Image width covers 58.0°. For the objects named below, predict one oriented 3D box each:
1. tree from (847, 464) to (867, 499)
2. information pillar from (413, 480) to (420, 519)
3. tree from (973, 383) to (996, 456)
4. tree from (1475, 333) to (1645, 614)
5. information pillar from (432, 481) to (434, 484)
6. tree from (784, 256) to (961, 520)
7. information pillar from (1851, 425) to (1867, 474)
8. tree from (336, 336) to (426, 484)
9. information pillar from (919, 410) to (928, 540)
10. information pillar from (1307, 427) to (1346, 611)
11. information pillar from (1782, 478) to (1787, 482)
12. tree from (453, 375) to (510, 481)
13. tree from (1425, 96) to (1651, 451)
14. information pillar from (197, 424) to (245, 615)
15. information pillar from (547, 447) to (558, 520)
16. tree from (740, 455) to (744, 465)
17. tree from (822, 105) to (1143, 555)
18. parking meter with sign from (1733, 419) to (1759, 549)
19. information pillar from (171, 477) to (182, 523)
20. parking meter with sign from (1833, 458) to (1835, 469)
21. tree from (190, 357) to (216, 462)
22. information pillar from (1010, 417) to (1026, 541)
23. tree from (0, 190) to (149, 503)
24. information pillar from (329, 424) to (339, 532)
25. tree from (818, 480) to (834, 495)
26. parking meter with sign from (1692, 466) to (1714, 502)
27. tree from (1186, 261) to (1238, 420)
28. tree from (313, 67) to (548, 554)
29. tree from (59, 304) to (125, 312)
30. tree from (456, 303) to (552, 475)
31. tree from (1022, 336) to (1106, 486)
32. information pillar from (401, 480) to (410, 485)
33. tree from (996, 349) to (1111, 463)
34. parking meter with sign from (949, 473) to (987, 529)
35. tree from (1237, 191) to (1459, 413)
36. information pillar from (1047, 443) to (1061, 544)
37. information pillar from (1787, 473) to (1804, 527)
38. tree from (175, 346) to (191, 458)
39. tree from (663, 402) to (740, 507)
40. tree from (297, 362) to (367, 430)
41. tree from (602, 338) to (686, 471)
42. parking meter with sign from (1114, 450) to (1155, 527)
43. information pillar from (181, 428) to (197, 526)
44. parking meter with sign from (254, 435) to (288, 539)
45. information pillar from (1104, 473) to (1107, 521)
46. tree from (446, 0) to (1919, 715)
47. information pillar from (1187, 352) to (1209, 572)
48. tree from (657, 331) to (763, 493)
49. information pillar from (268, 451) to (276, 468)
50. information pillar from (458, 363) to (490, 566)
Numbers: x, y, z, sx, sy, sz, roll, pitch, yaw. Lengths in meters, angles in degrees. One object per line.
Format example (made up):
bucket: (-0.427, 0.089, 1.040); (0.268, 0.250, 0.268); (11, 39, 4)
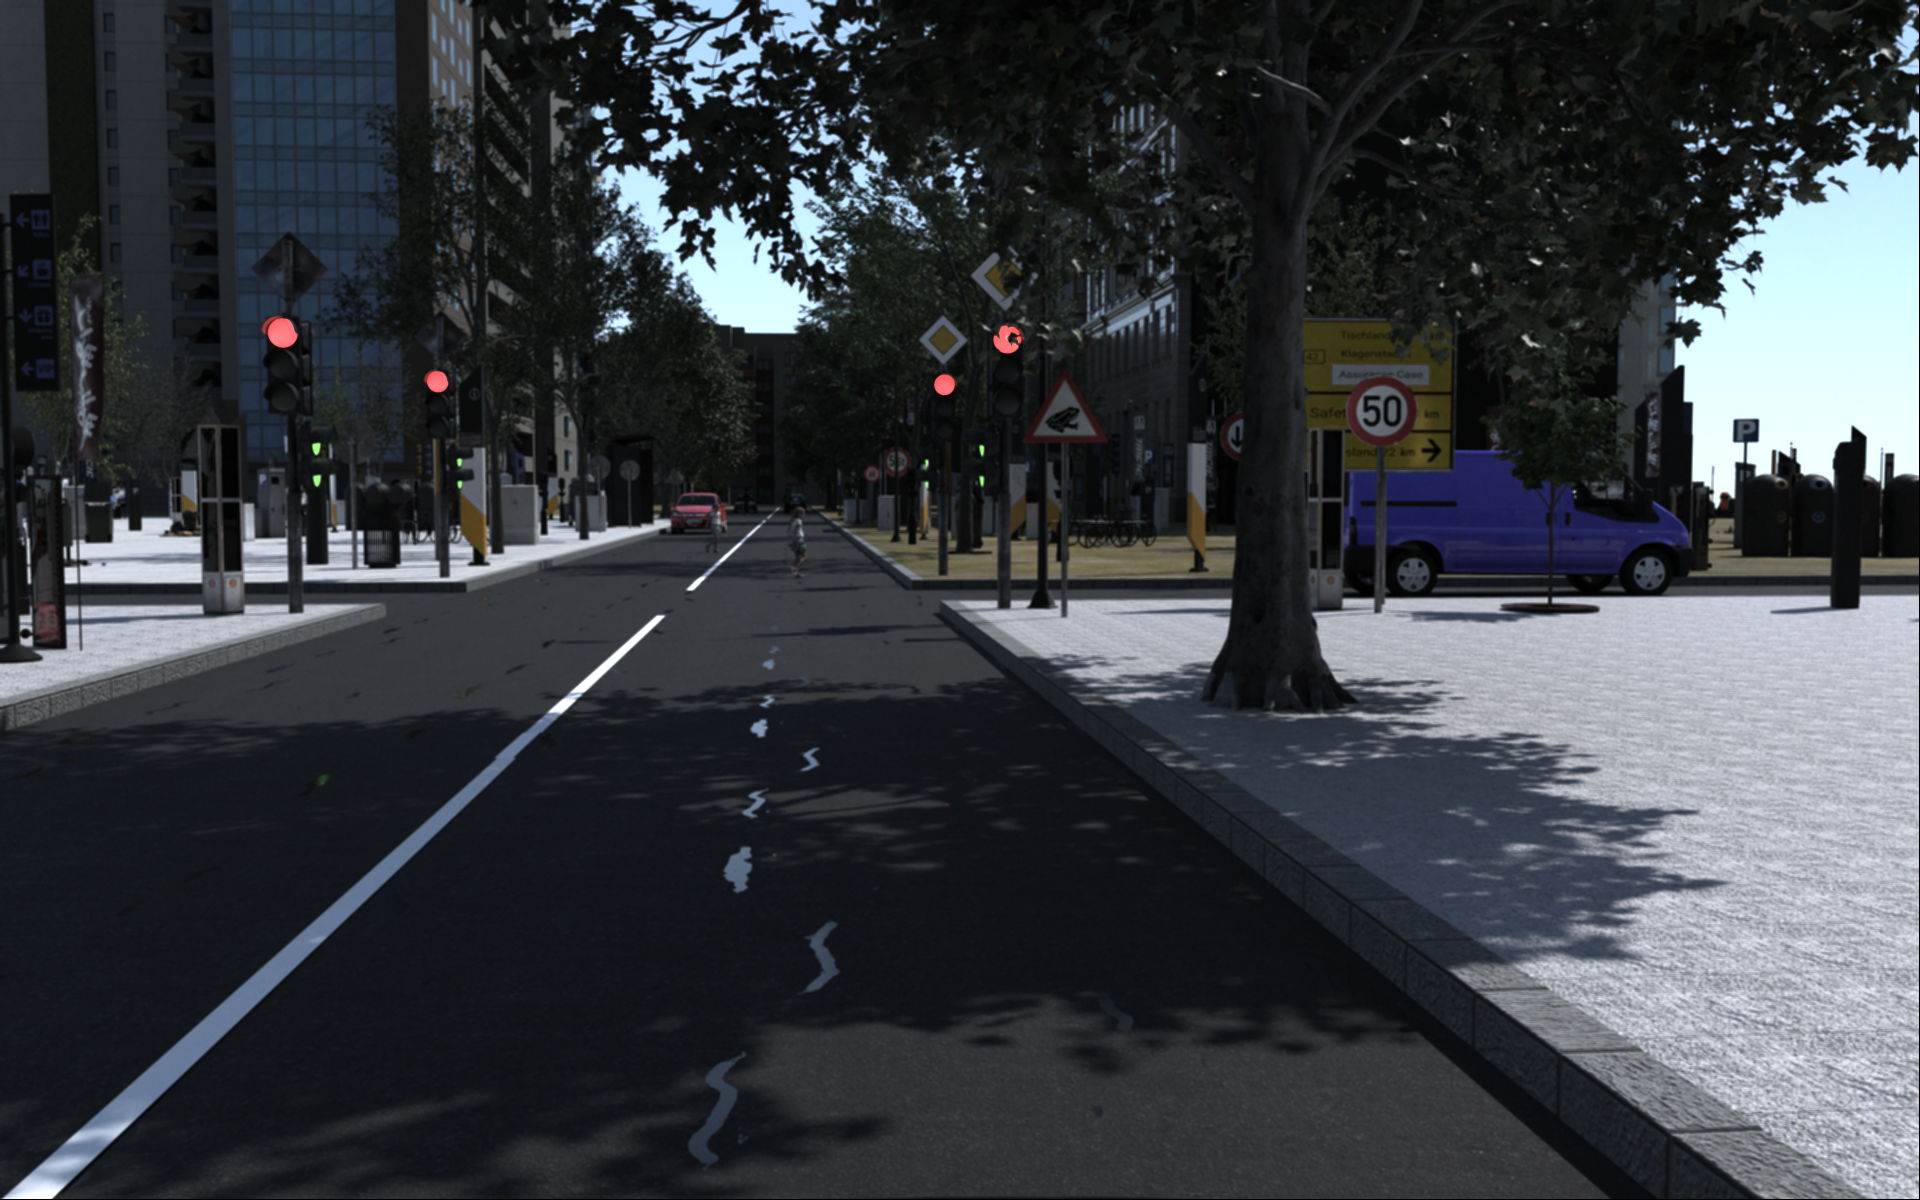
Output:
tree: (-5.365, -6.082, 94.040); (1.663, 3.219, 1.824); (0, 3, 0)
information pillar: (-28.013, -5.189, 89.331); (0.304, 2.012, 0.304); (-1, 4, -10)
tree: (2.124, -9.217, 101.054); (4.737, 8.622, 4.395); (0, 3, 0)
tree: (6.473, -1.483, 18.855); (1.663, 3.219, 1.824); (0, 3, 0)
information pillar: (-29.006, -5.591, 95.899); (0.304, 2.012, 0.304); (3, 5, 39)
tree: (-4.535, -11.046, 87.252); (9.857, 13.997, 8.962); (0, 3, 0)
information pillar: (30.284, -4.104, 58.453); (0.504, 3.616, 0.183); (3, 5, 41)
tree: (-26.633, -7.892, 79.390); (4.360, 8.622, 3.978); (0, 3, 0)
information pillar: (-1.000, -3.497, 48.526); (0.183, 3.616, 0.504); (1, 4, 13)
information pillar: (4.031, -0.893, 19.099); (0.304, 2.012, 0.304); (-1, 4, -14)
information pillar: (38.303, -4.647, 80.475); (0.304, 2.012, 0.304); (2, 4, 28)
tree: (-27.230, -9.050, 98.337); (4.737, 8.622, 4.395); (0, 3, 0)
tree: (10.220, -4.958, 31.430); (4.360, 8.622, 3.978); (0, 3, 0)
information pillar: (-7.857, -0.852, 18.427); (0.304, 2.012, 0.304); (2, 4, 26)
information pillar: (-20.172, -5.768, 85.654); (0.504, 3.616, 0.183); (-1, 4, -15)
tree: (-22.872, -13.522, 171.444); (4.737, 8.622, 4.395); (0, 3, 0)
tree: (0.260, -6.797, 36.892); (9.928, 11.665, 9.643); (0, 3, 0)
parking meter with sign: (18.577, -2.730, 40.897); (0.543, 3.016, 1.738); (2, 4, 27)
information pillar: (-34.684, -4.416, 76.697); (0.304, 2.012, 0.304); (3, 5, 39)
parking meter with sign: (42.798, -5.307, 83.025); (0.543, 3.016, 1.738); (-2, 4, -33)
tree: (-39.479, -8.343, 86.763); (4.360, 8.622, 3.978); (0, 3, 0)
information pillar: (1.577, -3.447, 47.709); (0.504, 3.616, 0.183); (-2, 4, -31)
tree: (-21.924, -5.610, 42.080); (4.737, 8.622, 4.395); (0, 3, 0)
information pillar: (-21.010, -4.077, 58.020); (0.183, 3.616, 0.504); (-2, 4, -32)
tree: (-12.978, -10.758, 170.499); (1.663, 3.219, 1.824); (0, 3, 0)
parking meter with sign: (45.346, -6.739, 106.447); (1.738, 3.016, 0.543); (1, 4, 23)
tree: (9.372, -6.415, 55.249); (4.737, 8.622, 4.395); (0, 3, 0)
tree: (-9.854, -6.291, 37.269); (8.767, 10.594, 7.601); (1, 4, 11)
tree: (-32.544, -6.983, 64.530); (4.360, 8.622, 3.978); (0, 3, 0)
tree: (-17.716, -7.090, 66.288); (4.360, 8.622, 3.978); (0, 3, 0)
tree: (4.546, -7.798, 77.862); (4.360, 8.622, 3.978); (0, 3, 0)
information pillar: (-28.897, -5.247, 90.282); (0.304, 2.012, 0.304); (2, 4, 25)
tree: (5.132, -8.273, 85.620); (4.737, 8.622, 4.395); (0, 3, 0)
parking meter with sign: (0.148, -4.172, 64.479); (1.738, 3.016, 0.543); (0, 4, -1)
tree: (9.731, -5.618, 42.218); (4.737, 8.622, 4.395); (0, 3, 0)
information pillar: (2.380, -3.272, 44.856); (0.504, 3.616, 0.183); (-1, 4, -13)
information pillar: (29.845, -3.505, 61.805); (0.304, 2.012, 0.304); (-1, 4, -16)
tree: (-37.969, -7.899, 79.505); (4.360, 8.622, 3.978); (0, 3, 0)
tree: (-17.689, -9.913, 112.438); (4.737, 8.622, 4.395); (0, 3, 0)
tree: (-35.169, -8.941, 96.542); (4.737, 8.622, 4.395); (0, 3, 0)
tree: (-14.526, -7.937, 80.131); (4.360, 8.622, 3.978); (0, 3, 0)
parking meter with sign: (6.804, -4.370, 67.705); (1.738, 3.016, 0.543); (-3, 5, -39)
information pillar: (-27.295, -4.281, 61.349); (0.504, 3.616, 0.183); (0, 4, -2)
parking meter with sign: (-20.051, -3.310, 50.380); (0.543, 3.016, 1.738); (1, 4, 23)
information pillar: (6.764, -5.595, 82.826); (0.504, 3.616, 0.183); (0, 4, -2)
tree: (1.909, -5.698, 10.168); (9.611, 12.733, 9.660); (0, 3, 0)
information pillar: (3.893, -2.266, 28.403); (0.183, 3.616, 0.504); (3, 4, 37)
tree: (-17.612, -12.408, 120.996); (7.486, 12.596, 7.792); (0, 3, 0)
information pillar: (-37.605, -6.322, 94.724); (0.504, 3.616, 0.183); (1, 4, 22)
information pillar: (-8.723, -2.427, 31.043); (0.504, 3.616, 0.183); (1, 4, 16)
